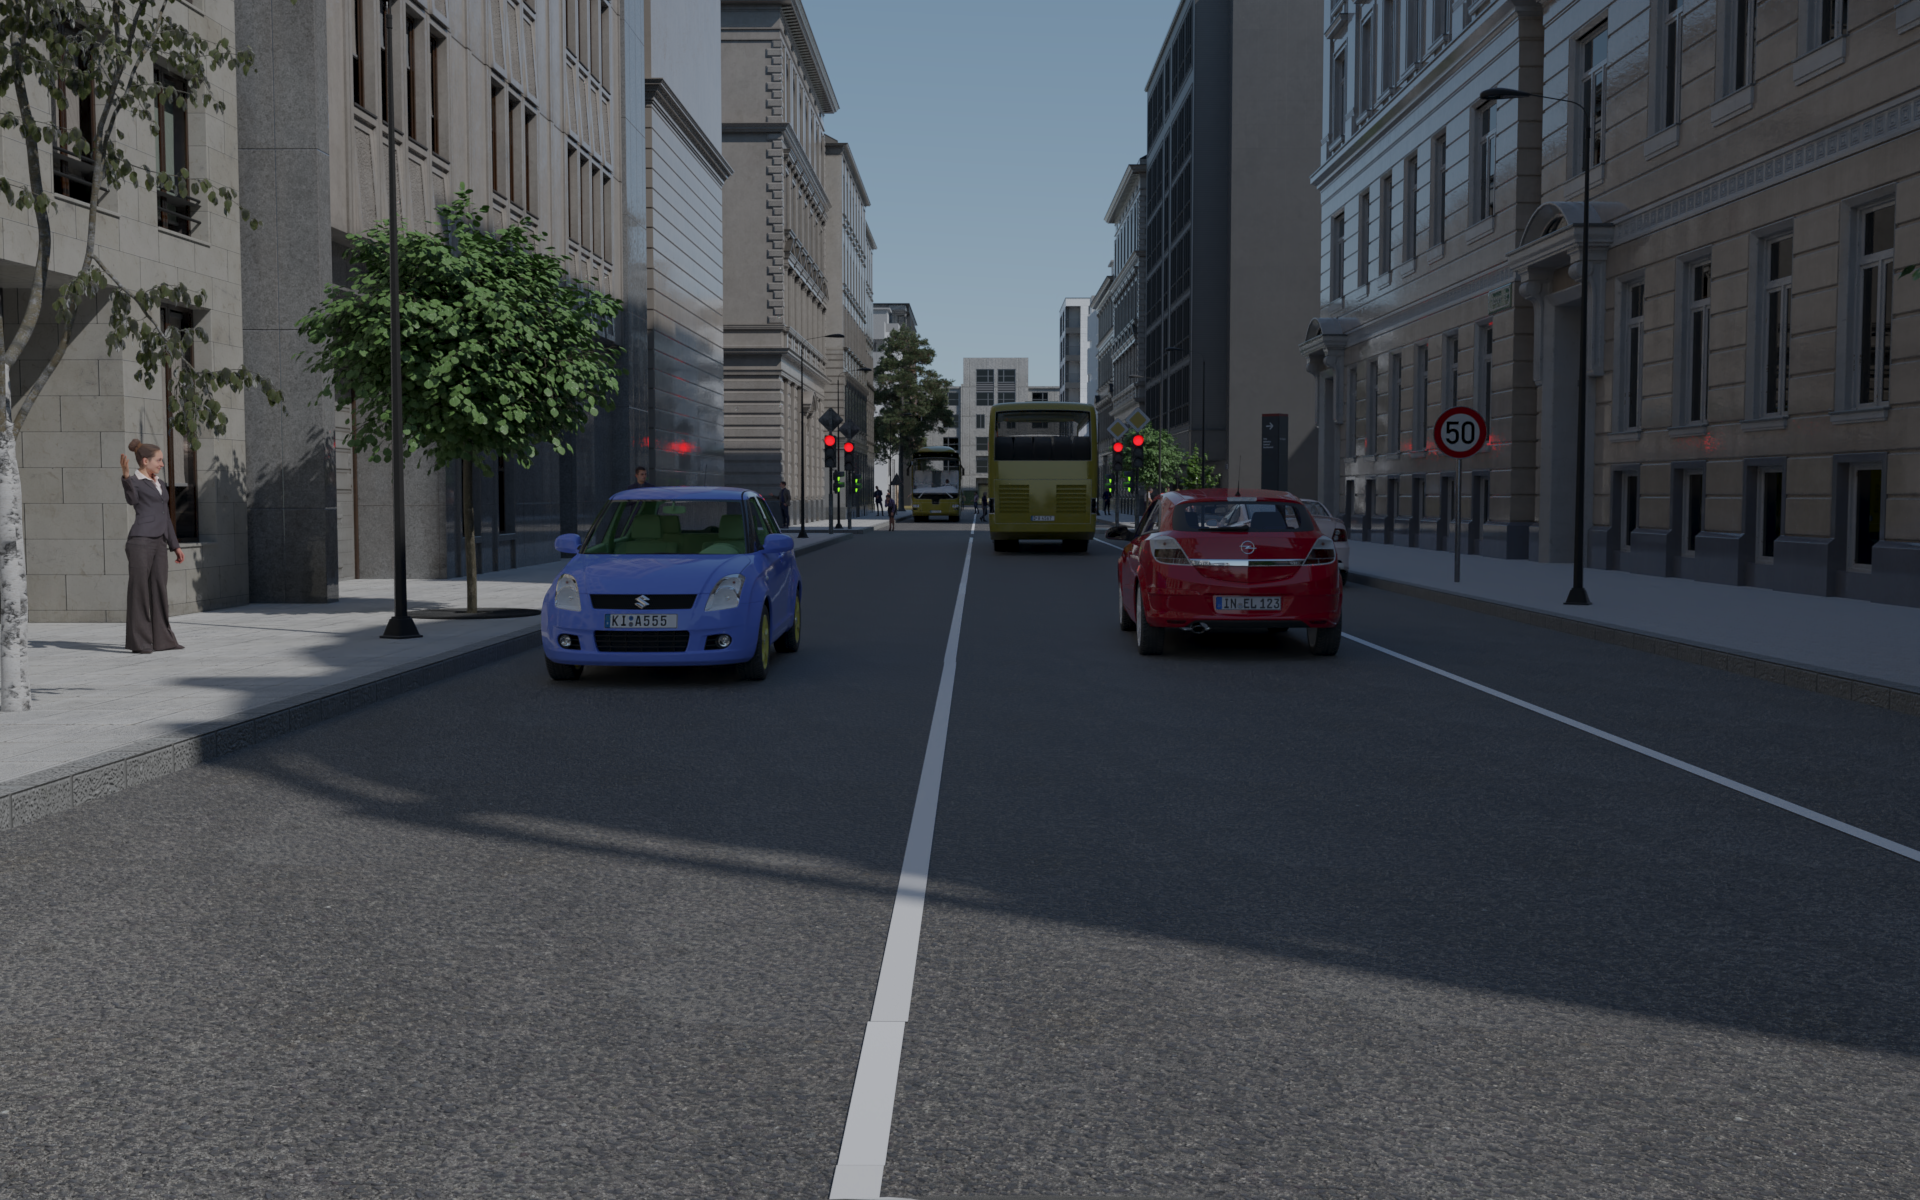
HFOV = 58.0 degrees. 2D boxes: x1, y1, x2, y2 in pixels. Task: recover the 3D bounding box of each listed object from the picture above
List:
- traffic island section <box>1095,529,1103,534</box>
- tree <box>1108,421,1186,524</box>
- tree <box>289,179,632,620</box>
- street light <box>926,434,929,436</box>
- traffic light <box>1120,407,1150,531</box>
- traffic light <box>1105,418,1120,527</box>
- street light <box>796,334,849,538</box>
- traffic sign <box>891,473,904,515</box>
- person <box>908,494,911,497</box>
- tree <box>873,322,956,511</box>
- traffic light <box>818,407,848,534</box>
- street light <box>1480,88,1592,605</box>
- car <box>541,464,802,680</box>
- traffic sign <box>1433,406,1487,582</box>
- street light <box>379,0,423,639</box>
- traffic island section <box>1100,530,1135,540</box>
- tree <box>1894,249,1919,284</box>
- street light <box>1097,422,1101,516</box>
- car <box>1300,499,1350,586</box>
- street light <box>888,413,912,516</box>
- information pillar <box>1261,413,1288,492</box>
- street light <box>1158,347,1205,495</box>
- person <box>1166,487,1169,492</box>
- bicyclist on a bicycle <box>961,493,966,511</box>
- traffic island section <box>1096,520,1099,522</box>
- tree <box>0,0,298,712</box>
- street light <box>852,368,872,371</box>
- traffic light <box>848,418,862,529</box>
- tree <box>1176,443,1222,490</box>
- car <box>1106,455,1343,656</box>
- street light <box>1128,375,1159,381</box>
[{"bbox_3d":[5.772,-2.516,63.423,2.009,0.180,2.903,0,4,1],"label":"traffic island section"},{"bbox_3d":[8.081,-5.540,74.289,4.285,4.588,4.351,0,3,0],"label":"tree"},{"bbox_3d":[-5.236,-2.117,18.324,4.285,4.588,4.351,0,3,0],"label":"tree"},{"bbox_3d":[-3.097,-9.916,134.666,1.470,5.913,1.316,0,4,1],"label":"street light"},{"bbox_3d":[5.644,-4.042,55.326,0.839,4.213,0.868,0,4,1],"label":"traffic light"},{"bbox_3d":[5.732,-4.530,63.311,0.839,4.213,0.868,0,4,1],"label":"traffic light"},{"bbox_3d":[-4.040,-4.756,50.299,1.470,5.913,1.316,0,4,1],"label":"street light"},{"bbox_3d":[-3.850,-6.438,105.264,0.884,2.594,0.081,1,4,9],"label":"traffic sign"},{"bbox_3d":[-4.083,-9.025,154.316,1.217,1.736,0.721,0,4,-6],"label":"person"},{"bbox_3d":[-4.181,-13.500,128.155,7.806,13.903,7.818,0,3,0],"label":"tree"},{"bbox_3d":[-4.117,-4.047,55.417,0.839,4.213,0.868,0,4,1],"label":"traffic light"},{"bbox_3d":[6.642,-2.901,19.969,1.470,5.913,1.316,0,4,1],"label":"street light"},{"bbox_3d":[-2.309,-0.296,14.434,1.945,1.707,3.694,0,4,0],"label":"car"},{"bbox_3d":[7.242,-1.532,25.157,0.768,2.556,0.104,0,4,6],"label":"traffic sign"},{"bbox_3d":[-4.446,-2.613,15.267,1.470,5.913,1.316,0,4,1],"label":"street light"},{"bbox_3d":[5.684,-2.028,55.438,2.009,0.180,2.903,0,4,1],"label":"traffic island section"},{"bbox_3d":[7.280,-1.606,9.965,4.285,4.588,4.351,0,3,0],"label":"tree"},{"bbox_3d":[7.649,-7.964,102.754,1.470,5.913,1.316,0,4,1],"label":"street light"},{"bbox_3d":[5.158,-0.988,28.515,2.083,1.381,4.827,0,4,1],"label":"car"},{"bbox_3d":[-3.456,-7.773,99.634,1.470,5.913,1.316,0,4,1],"label":"street light"},{"bbox_3d":[10.154,-4.069,55.912,0.750,3.857,0.750,3,5,39],"label":"information pillar"},{"bbox_3d":[7.187,-5.043,54.999,1.470,5.913,1.316,0,4,1],"label":"street light"},{"bbox_3d":[9.116,-4.134,75.504,0.647,1.594,0.662,2,4,29],"label":"person"},{"bbox_3d":[0.139,-8.189,143.914,1.499,1.676,1.625,0,4,1],"label":"bicyclist on a bicycle"},{"bbox_3d":[6.043,-4.007,88.383,1.991,0.108,1.994,0,4,1],"label":"traffic island section"},{"bbox_3d":[-5.525,-3.634,9.776,4.360,8.622,3.978,0,3,0],"label":"tree"},{"bbox_3d":[-3.944,-5.588,63.901,1.470,5.913,1.316,0,4,1],"label":"street light"},{"bbox_3d":[-4.029,-4.536,63.402,0.839,4.213,0.868,0,4,1],"label":"traffic light"},{"bbox_3d":[8.669,-4.275,64.501,1.663,3.219,1.824,0,3,0],"label":"tree"},{"bbox_3d":[2.520,-0.478,16.857,2.155,1.783,4.494,0,4,2],"label":"car"},{"bbox_3d":[7.260,-5.816,67.627,1.470,5.913,1.316,0,4,1],"label":"street light"}]
